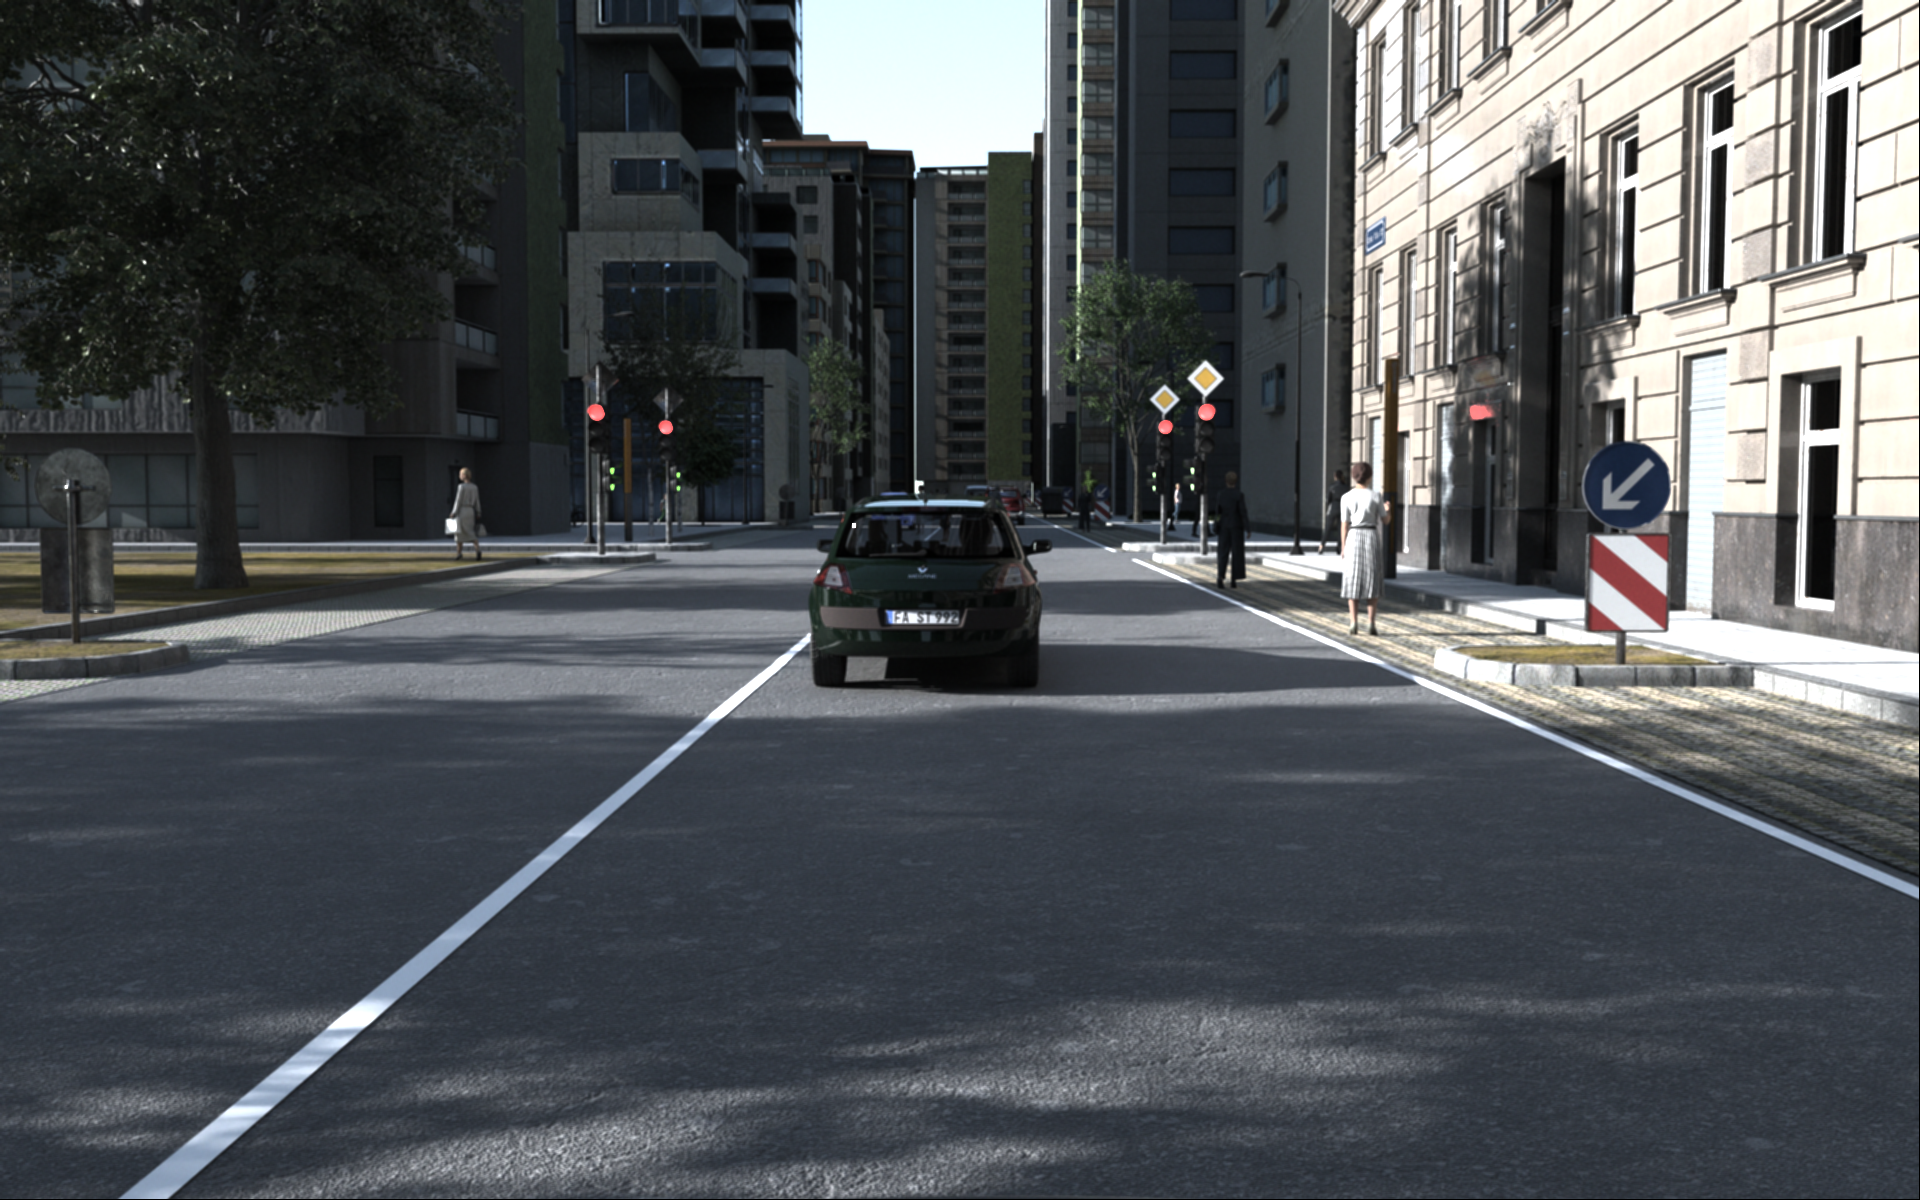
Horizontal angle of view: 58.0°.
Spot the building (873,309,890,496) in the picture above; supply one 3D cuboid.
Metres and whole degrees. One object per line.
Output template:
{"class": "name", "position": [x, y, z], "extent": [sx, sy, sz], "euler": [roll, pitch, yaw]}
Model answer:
{"class": "building", "position": [-22.525, -20.608, 181.980], "extent": [28.899, 21.520, 27.650], "euler": [0, 4, 1]}

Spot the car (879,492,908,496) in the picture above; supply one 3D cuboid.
{"class": "car", "position": [-2.647, -3.667, 69.540], "extent": [1.945, 1.707, 3.694], "euler": [0, 4, 0]}

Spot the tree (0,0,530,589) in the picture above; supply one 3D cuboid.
{"class": "tree", "position": [-10.065, -7.128, 23.206], "extent": [9.857, 13.997, 8.962], "euler": [0, 3, 0]}

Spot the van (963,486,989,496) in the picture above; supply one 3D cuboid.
{"class": "van", "position": [0.906, -4.869, 86.619], "extent": [2.013, 2.044, 4.112], "euler": [0, 4, 1]}

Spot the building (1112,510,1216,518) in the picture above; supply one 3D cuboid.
{"class": "building", "position": [19.758, -34.332, 103.326], "extent": [21.231, 58.520, 28.212], "euler": [0, 4, 1]}

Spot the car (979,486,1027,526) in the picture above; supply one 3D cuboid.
{"class": "car", "position": [1.968, -4.369, 80.108], "extent": [2.281, 1.827, 5.304], "euler": [0, 4, 1]}

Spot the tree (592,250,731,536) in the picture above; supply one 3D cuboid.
{"class": "tree", "position": [-9.273, -6.245, 52.471], "extent": [4.360, 8.622, 3.978], "euler": [0, 3, 0]}

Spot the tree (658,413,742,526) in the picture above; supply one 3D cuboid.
{"class": "tree", "position": [-10.419, -5.252, 69.584], "extent": [4.285, 4.588, 4.351], "euler": [0, 3, 0]}

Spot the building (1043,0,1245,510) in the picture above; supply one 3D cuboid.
{"class": "building", "position": [19.209, -39.035, 180.228], "extent": [21.231, 58.520, 28.212], "euler": [0, 4, 1]}

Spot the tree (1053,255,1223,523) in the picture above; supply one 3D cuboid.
{"class": "tree", "position": [7.741, -9.228, 76.628], "extent": [9.928, 11.665, 9.643], "euler": [0, 3, 0]}

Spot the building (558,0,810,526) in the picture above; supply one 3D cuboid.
{"class": "building", "position": [-18.714, -47.562, 90.310], "extent": [22.319, 86.520, 31.000], "euler": [0, 4, 1]}

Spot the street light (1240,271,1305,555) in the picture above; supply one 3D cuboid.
{"class": "street light", "position": [6.547, -3.898, 36.281], "extent": [1.470, 5.913, 1.316], "euler": [0, 4, 1]}

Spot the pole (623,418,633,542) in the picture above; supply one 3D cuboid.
{"class": "pole", "position": [-8.949, -3.232, 46.681], "extent": [0.158, 3.312, 0.155], "euler": [0, 3, 0]}

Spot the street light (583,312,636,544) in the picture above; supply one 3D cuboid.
{"class": "street light", "position": [-8.963, -4.391, 44.334], "extent": [1.470, 5.913, 1.316], "euler": [0, 4, 1]}

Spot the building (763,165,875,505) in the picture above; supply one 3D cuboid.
{"class": "building", "position": [-15.188, -23.500, 155.931], "extent": [14.160, 30.474, 14.107], "euler": [0, 4, 1]}

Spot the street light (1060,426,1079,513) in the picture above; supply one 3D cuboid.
{"class": "street light", "position": [7.544, -8.927, 118.500], "extent": [1.470, 5.913, 1.316], "euler": [0, 4, 1]}

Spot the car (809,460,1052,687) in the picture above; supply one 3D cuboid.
{"class": "car", "position": [-0.230, -0.275, 14.288], "extent": [2.009, 1.686, 4.222], "euler": [0, 4, 1]}

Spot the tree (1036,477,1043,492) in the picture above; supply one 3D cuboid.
{"class": "tree", "position": [9.403, -12.384, 197.082], "extent": [1.663, 3.219, 1.824], "euler": [0, 3, 0]}

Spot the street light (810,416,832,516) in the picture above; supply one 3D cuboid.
{"class": "street light", "position": [-8.266, -7.951, 102.538], "extent": [1.470, 5.913, 1.316], "euler": [0, 4, 1]}

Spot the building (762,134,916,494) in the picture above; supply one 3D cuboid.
{"class": "building", "position": [-19.810, -34.186, 213.564], "extent": [28.867, 44.769, 22.147], "euler": [0, 4, 1]}

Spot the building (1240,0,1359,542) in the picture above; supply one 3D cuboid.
{"class": "building", "position": [20.335, -26.391, 55.199], "extent": [21.600, 48.544, 21.300], "euler": [0, 4, 1]}

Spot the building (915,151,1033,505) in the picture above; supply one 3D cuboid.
{"class": "building", "position": [1.621, -32.171, 209.588], "extent": [14.086, 41.232, 14.154], "euler": [0, 4, 1]}

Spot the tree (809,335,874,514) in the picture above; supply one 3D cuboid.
{"class": "tree", "position": [-9.560, -11.540, 114.432], "extent": [9.928, 11.665, 9.643], "euler": [0, 3, 0]}

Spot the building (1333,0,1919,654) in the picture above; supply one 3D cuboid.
{"class": "building", "position": [13.444, -13.781, 22.587], "extent": [12.463, 27.353, 25.104], "euler": [0, 4, 1]}

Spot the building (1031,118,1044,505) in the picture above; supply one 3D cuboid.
{"class": "building", "position": [15.765, -34.216, 209.537], "extent": [14.200, 45.320, 14.600], "euler": [0, 4, 1]}

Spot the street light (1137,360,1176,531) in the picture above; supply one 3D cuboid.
{"class": "street light", "position": [6.846, -5.371, 60.360], "extent": [1.470, 5.913, 1.316], "euler": [0, 4, 1]}

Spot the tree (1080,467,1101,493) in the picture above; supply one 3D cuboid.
{"class": "tree", "position": [9.106, -7.753, 121.360], "extent": [1.663, 3.219, 1.824], "euler": [0, 3, 0]}

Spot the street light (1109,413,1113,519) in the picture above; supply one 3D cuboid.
{"class": "street light", "position": [7.208, -7.160, 89.613], "extent": [1.470, 5.913, 1.316], "euler": [0, 4, 1]}

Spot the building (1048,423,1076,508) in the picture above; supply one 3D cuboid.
{"class": "building", "position": [19.491, -51.183, 149.508], "extent": [22.319, 86.520, 31.000], "euler": [0, 4, 1]}

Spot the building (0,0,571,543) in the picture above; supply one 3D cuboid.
{"class": "building", "position": [-20.176, -22.421, 50.174], "extent": [14.154, 41.232, 14.086], "euler": [0, 4, 1]}

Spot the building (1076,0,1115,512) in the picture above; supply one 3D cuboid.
{"class": "building", "position": [15.613, -27.207, 128.433], "extent": [14.154, 41.232, 14.086], "euler": [0, 4, 1]}

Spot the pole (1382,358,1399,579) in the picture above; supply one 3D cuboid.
{"class": "pole", "position": [6.507, -1.977, 26.170], "extent": [0.158, 3.312, 0.155], "euler": [0, 3, 0]}

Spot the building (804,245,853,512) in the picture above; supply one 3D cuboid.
{"class": "building", "position": [-23.278, -17.722, 134.788], "extent": [27.650, 21.520, 28.899], "euler": [0, 4, 1]}

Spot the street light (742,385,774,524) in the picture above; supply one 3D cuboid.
{"class": "street light", "position": [-8.600, -6.184, 73.651], "extent": [1.470, 5.913, 1.316], "euler": [0, 4, 1]}

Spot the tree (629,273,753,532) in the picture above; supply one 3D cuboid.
{"class": "tree", "position": [-9.362, -6.621, 58.621], "extent": [4.737, 8.622, 4.395], "euler": [0, 3, 0]}
